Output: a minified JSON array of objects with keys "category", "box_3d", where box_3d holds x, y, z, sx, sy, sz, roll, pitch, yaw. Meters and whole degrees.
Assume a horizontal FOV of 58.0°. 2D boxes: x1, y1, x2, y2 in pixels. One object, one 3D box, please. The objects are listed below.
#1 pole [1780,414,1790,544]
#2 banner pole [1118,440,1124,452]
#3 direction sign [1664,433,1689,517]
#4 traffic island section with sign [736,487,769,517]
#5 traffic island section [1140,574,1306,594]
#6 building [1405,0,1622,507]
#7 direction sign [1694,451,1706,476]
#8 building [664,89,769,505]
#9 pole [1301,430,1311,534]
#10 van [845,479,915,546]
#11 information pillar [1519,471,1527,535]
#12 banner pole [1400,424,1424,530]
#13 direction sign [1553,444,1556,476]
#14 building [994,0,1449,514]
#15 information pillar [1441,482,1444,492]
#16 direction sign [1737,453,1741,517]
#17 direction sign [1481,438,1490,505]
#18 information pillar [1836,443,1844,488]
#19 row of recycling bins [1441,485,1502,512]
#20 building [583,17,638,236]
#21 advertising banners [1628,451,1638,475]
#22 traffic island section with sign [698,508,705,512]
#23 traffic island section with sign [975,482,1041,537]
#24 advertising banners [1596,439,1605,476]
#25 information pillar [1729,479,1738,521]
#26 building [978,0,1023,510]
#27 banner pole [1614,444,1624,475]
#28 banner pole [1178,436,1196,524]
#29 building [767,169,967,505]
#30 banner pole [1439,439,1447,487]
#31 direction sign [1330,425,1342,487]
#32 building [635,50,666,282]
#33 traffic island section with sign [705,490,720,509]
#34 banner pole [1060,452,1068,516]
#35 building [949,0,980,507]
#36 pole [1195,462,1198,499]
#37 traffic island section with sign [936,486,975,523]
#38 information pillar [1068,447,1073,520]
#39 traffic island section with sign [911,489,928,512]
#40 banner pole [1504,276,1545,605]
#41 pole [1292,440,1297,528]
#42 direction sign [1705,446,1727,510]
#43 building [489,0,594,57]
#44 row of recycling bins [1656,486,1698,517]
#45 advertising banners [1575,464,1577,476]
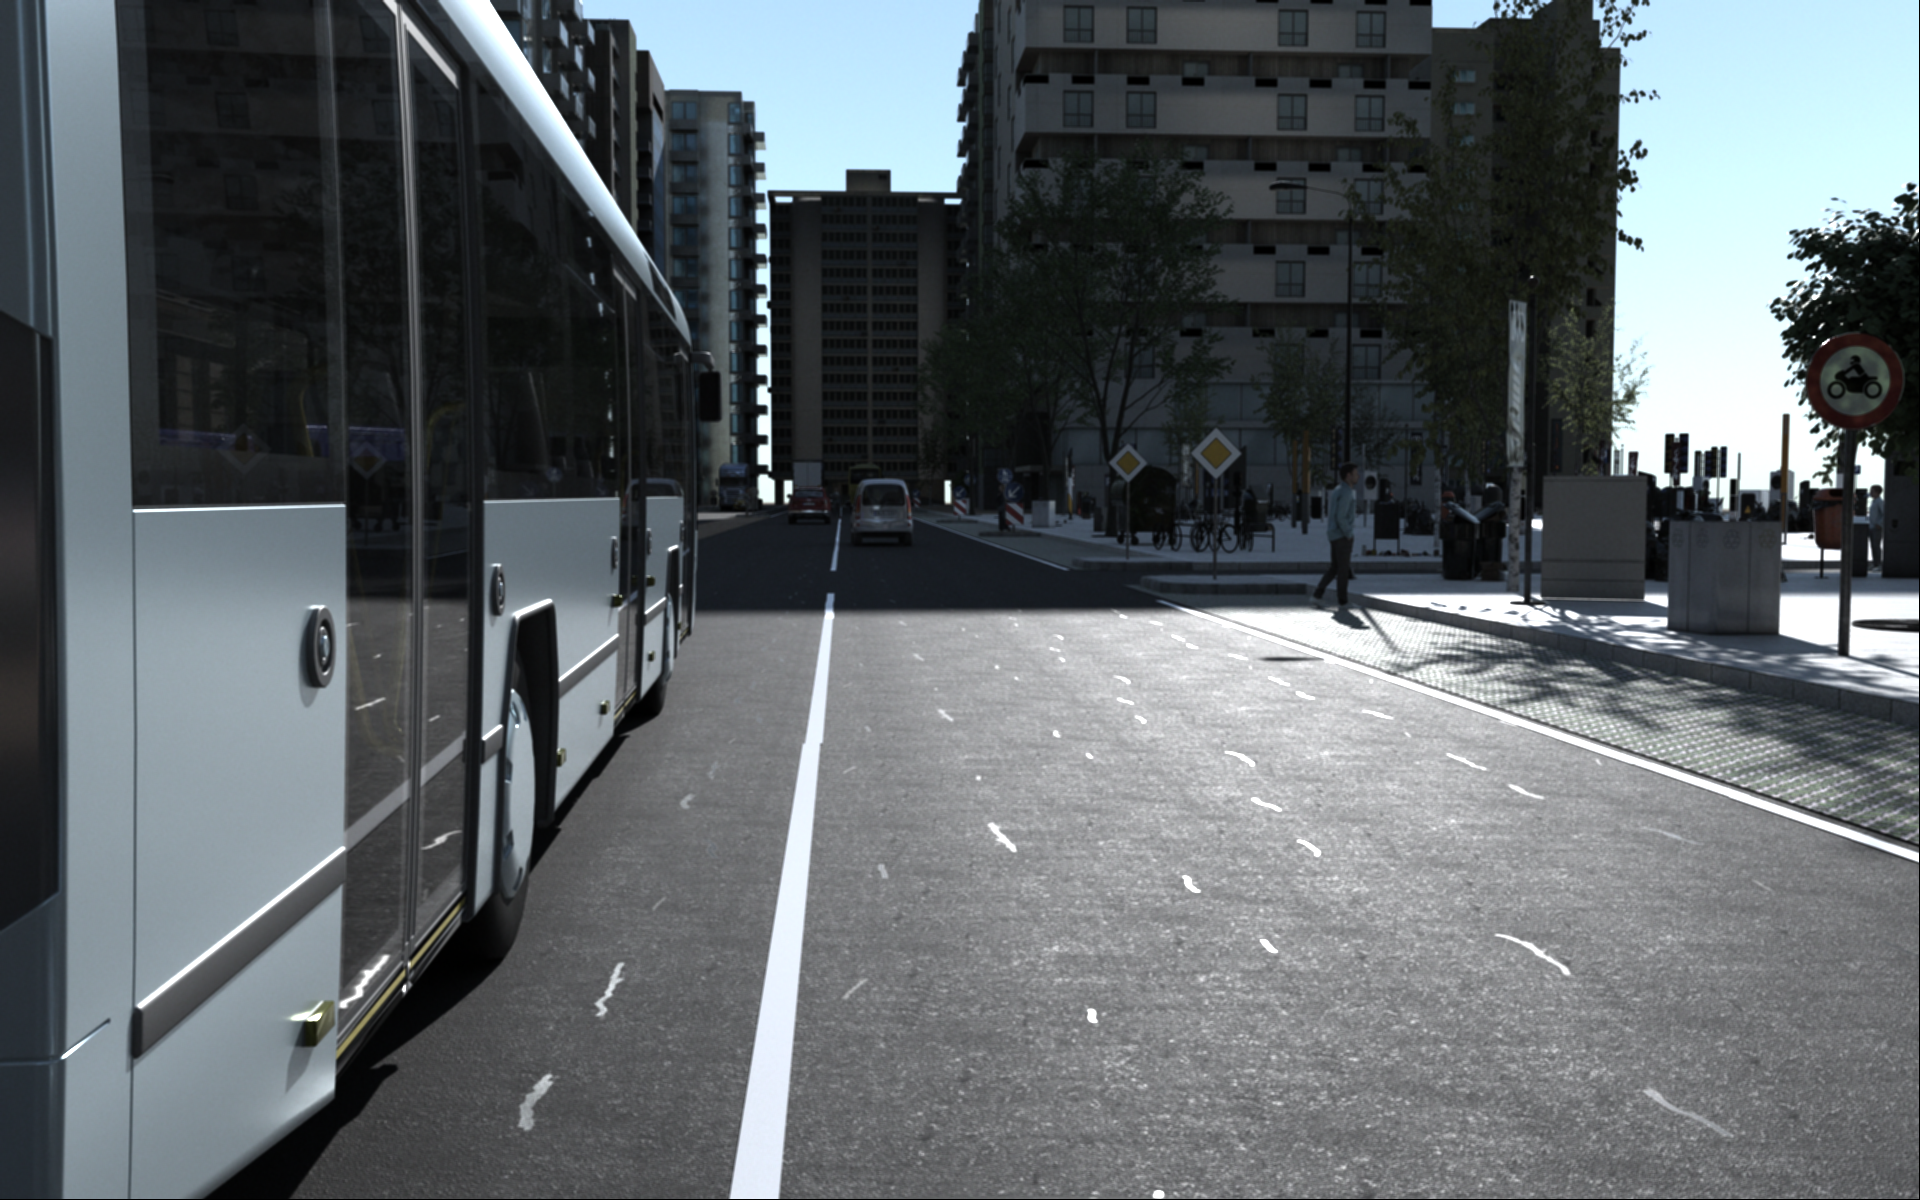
[{"category":"pole","box_3d":[20.986,-3.072,44.074,0.158,3.312,0.155,0,3,0]},{"category":"banner pole","box_3d":[7.530,-5.574,81.145,0.401,3.779,0.863,-1,4,-14]},{"category":"direction sign","box_3d":[26.791,-4.454,64.820,0.379,3.537,0.876,-3,5,-44]},{"category":"traffic island section with sign","box_3d":[-12.912,-6.098,107.839,2.006,1.907,1.989,0,4,-4]},{"category":"traffic island section","box_3d":[3.841,-0.227,25.994,2.009,0.180,2.903,0,4,-4]},{"category":"building","box_3d":[54.072,-33.709,174.836,21.600,48.544,21.300,0,4,-4]},{"category":"direction sign","box_3d":[38.810,-6.028,90.552,0.876,3.537,0.379,0,4,-3]},{"category":"building","box_3d":[-38.034,-35.768,204.423,30.456,49.044,23.786,0,4,-4]},{"category":"pole","box_3d":[11.067,-3.771,55.500,0.158,3.312,0.155,0,3,0]},{"category":"van","box_3d":[-2.254,-2.583,49.245,2.013,2.044,4.112,0,4,-5]},{"category":"information pillar","box_3d":[17.582,-3.056,54.456,0.304,2.012,0.304,-2,4,-35]},{"category":"banner pole","box_3d":[16.098,-4.383,61.681,0.863,3.779,0.401,-1,4,-15]},{"category":"direction sign","box_3d":[27.185,-5.338,79.266,0.379,3.537,0.876,1,4,13]},{"category":"building","box_3d":[16.855,-32.678,123.518,28.713,52.752,27.495,0,4,-4]},{"category":"information pillar","box_3d":[28.780,-6.030,103.074,0.304,2.012,0.304,2,4,32]},{"category":"direction sign","box_3d":[42.717,-6.301,95.015,0.379,3.537,0.876,2,4,30]},{"category":"direction sign","box_3d":[21.268,-4.779,70.132,0.379,3.537,0.876,3,4,38]},{"category":"information pillar","box_3d":[35.673,-4.808,69.959,0.504,3.616,0.183,1,4,9]},{"category":"row of recycling bins","box_3d":[23.866,-4.514,80.909,1.069,1.692,3.534,-2,4,-29]},{"category":"building","box_3d":[-34.676,-28.191,144.510,14.154,41.232,14.086,0,4,-4]},{"category":"advertising banners","box_3d":[27.233,-4.614,71.630,0.090,3.025,2.074,-2,4,-24]},{"category":"traffic island section with sign","box_3d":[-21.098,-7.696,134.457,1.989,1.847,2.006,0,4,-4]},{"category":"traffic island section with sign","box_3d":[1.647,-3.051,58.505,1.989,1.847,2.006,0,4,-4]},{"category":"advertising banners","box_3d":[20.519,-3.583,54.766,0.090,3.025,2.074,0,4,4]},{"category":"information pillar","box_3d":[37.199,-4.818,83.272,0.304,2.012,0.304,3,4,38]},{"category":"building","box_3d":[8.411,-28.179,144.318,14.154,41.232,14.086,0,4,-4]},{"category":"banner pole","box_3d":[32.967,-5.914,86.706,0.863,3.779,0.401,-2,4,-30]},{"category":"banner pole","box_3d":[9.706,-5.219,75.351,0.863,3.779,0.401,-3,4,-36]},{"category":"building","box_3d":[-11.111,-31.692,210.052,23.993,40.220,32.217,0,4,-4]},{"category":"banner pole","box_3d":[21.843,-5.405,78.387,0.401,3.779,0.863,-1,4,-12]},{"category":"direction sign","box_3d":[12.383,-3.979,57.060,0.379,3.537,0.876,2,4,35]},{"category":"building","box_3d":[-37.080,-31.942,172.358,14.200,45.320,14.600,0,4,-4]},{"category":"traffic island section with sign","box_3d":[-22.955,-9.376,161.924,1.989,1.847,2.006,0,4,-4]},{"category":"banner pole","box_3d":[6.302,-6.882,102.543,0.863,3.779,0.401,-3,5,-40]},{"category":"building","box_3d":[11.273,-33.452,166.552,23.786,49.044,30.456,0,4,-4]},{"category":"pole","box_3d":[14.796,-6.998,108.255,0.158,3.312,0.155,0,3,0]},{"category":"traffic island section with sign","box_3d":[-0.170,-4.706,85.573,1.989,1.847,2.006,0,4,-4]},{"category":"information pillar","box_3d":[5.513,-5.832,86.706,0.183,3.616,0.504,1,4,20]},{"category":"traffic island section with sign","box_3d":[-3.554,-7.759,135.486,1.989,1.847,2.006,0,4,-4]},{"category":"banner pole","box_3d":[6.441,-1.825,19.859,0.401,3.779,0.863,3,5,42]},{"category":"pole","box_3d":[12.739,-4.410,65.954,0.158,3.312,0.155,0,3,0]},{"category":"direction sign","box_3d":[36.152,-5.540,82.582,0.379,3.537,0.876,-2,4,-27]},{"category":"building","box_3d":[-37.964,-30.713,121.770,23.786,49.044,30.456,0,4,-4]},{"category":"row of recycling bins","box_3d":[41.019,-5.743,101.011,3.534,1.692,1.069,1,4,12]},{"category":"advertising banners","box_3d":[31.850,-5.692,89.251,0.090,3.025,2.074,1,4,12]}]
